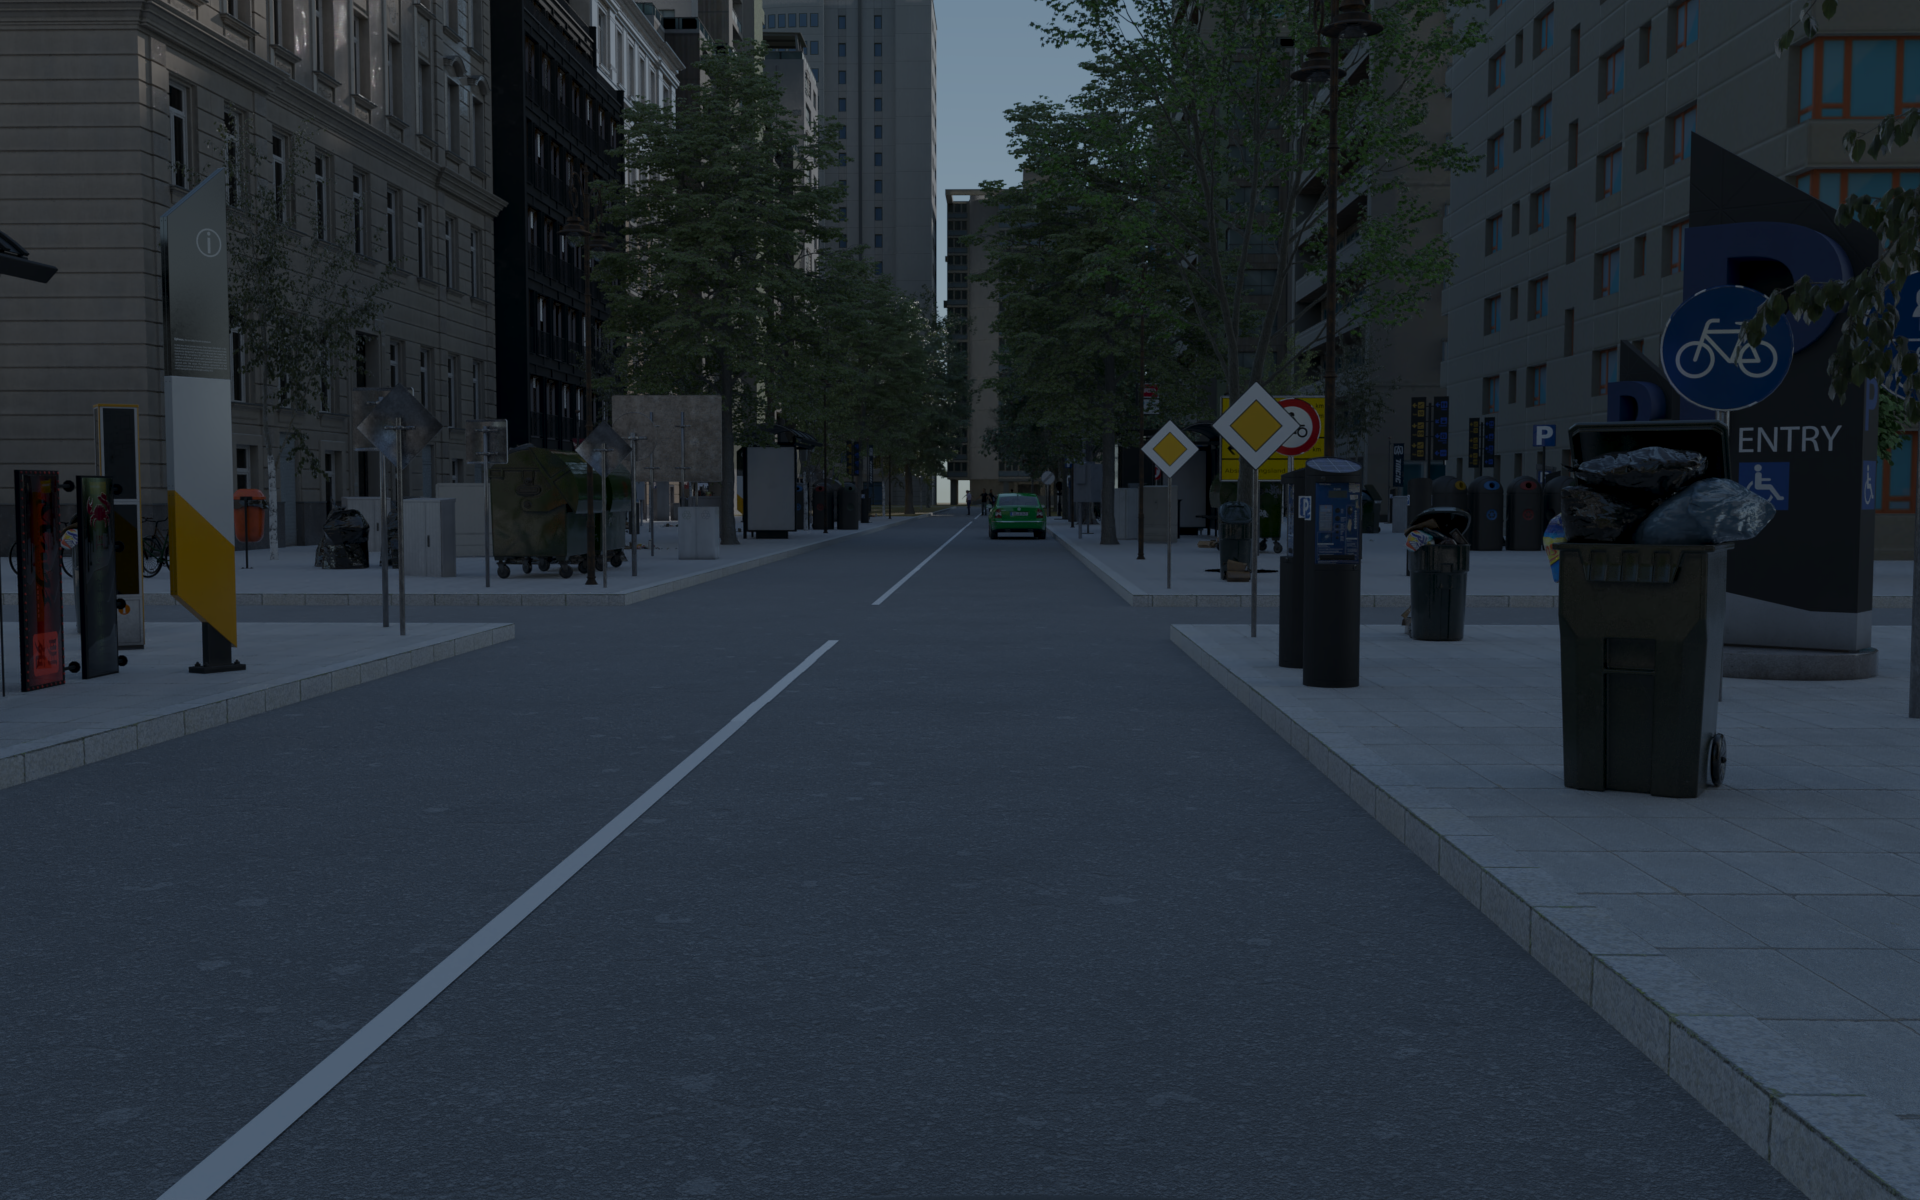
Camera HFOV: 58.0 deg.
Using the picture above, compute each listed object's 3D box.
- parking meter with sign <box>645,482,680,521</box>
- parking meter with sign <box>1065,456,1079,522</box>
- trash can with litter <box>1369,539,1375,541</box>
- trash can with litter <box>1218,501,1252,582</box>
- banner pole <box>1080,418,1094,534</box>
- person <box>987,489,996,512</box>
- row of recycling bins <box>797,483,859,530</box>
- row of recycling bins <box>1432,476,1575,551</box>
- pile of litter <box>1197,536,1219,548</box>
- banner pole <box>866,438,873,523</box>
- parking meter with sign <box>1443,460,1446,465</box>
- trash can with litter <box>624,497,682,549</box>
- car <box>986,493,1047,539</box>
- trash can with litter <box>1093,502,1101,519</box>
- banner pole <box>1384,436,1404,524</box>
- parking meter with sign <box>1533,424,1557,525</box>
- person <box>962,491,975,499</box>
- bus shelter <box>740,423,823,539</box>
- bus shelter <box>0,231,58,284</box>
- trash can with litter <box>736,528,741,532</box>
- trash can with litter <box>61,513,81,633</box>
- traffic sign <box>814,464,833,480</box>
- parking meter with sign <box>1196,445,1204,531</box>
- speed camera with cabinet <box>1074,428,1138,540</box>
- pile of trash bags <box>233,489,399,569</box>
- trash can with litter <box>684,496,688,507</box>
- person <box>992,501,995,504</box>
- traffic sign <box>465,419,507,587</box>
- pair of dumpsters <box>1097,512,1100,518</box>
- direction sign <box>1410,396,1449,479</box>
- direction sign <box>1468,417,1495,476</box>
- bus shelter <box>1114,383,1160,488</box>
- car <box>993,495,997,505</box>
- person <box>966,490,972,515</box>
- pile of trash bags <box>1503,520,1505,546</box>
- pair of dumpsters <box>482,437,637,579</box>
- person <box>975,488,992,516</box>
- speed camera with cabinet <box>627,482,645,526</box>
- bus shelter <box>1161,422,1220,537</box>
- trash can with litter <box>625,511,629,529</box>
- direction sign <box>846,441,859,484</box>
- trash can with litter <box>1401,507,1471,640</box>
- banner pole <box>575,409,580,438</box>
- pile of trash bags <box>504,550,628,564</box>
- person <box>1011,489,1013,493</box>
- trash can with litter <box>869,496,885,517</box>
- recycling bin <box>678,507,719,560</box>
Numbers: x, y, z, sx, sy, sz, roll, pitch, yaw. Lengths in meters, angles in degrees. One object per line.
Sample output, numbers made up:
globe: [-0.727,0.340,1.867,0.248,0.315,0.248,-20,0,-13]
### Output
parking meter with sign: [-14.222,-5.279,82.566,1.738,3.016,0.543,-3,4,-37]
parking meter with sign: [5.277,-5.118,79.943,0.543,3.016,1.738,1,4,15]
trash can with litter: [10.225,-2.226,47.452,2.233,1.210,1.678,2,4,35]
trash can with litter: [4.159,-0.872,25.648,0.624,1.170,1.055,0,4,2]
banner pole: [4.019,-4.006,55.521,0.401,3.779,0.863,2,4,29]
person: [2.498,-7.921,138.035,0.705,1.821,1.348,3,4,37]
row of recycling bins: [-5.412,-3.389,62.517,3.534,1.692,1.069,0,4,2]
row of recycling bins: [12.313,-1.963,39.208,3.534,1.692,1.069,0,4,-4]
pile of litter: [6.237,-1.669,41.253,1.176,0.858,1.719,0,4,2]
banner pole: [-4.039,-5.349,77.467,0.401,3.779,0.863,1,4,20]
parking meter with sign: [20.631,-4.558,70.791,0.543,3.016,1.738,-3,5,-40]
trash can with litter: [-7.628,-1.825,40.889,1.678,1.210,2.233,-1,4,-17]
car: [1.829,-2.896,56.143,1.959,1.807,4.718,0,4,0]
trash can with litter: [7.338,-4.781,89.223,2.233,1.210,1.678,2,4,28]
banner pole: [18.788,-5.191,74.884,0.863,3.779,0.401,2,4,27]
parking meter with sign: [15.009,-2.937,44.279,0.543,3.016,1.738,2,4,25]
person: [0.874,-10.205,175.349,1.348,1.824,0.705,-1,4,-18]
bus shelter: [-5.382,-3.549,51.950,2.014,3.302,5.546,0,4,1]
bus shelter: [-7.388,-0.950,9.463,2.014,3.302,5.546,0,4,1]
trash can with litter: [-6.853,-2.899,58.453,2.233,1.210,1.678,-2,4,-28]
trash can with litter: [-8.074,-0.290,16.130,0.624,1.170,1.055,-2,4,-33]
traffic sign: [-5.549,-4.295,70.329,0.768,2.556,0.104,0,4,3]
parking meter with sign: [8.377,-3.979,61.317,0.543,3.016,1.738,0,4,3]
speed camera with cabinet: [4.160,-3.361,49.283,0.660,3.252,2.038,-3,5,-43]
pile of trash bags: [-10.936,-1.255,30.268,3.447,1.369,1.912,-1,4,-11]
trash can with litter: [-11.175,-3.499,68.261,1.678,1.210,2.233,2,4,28]
person: [2.711,-6.553,118.899,1.065,1.426,0.557,0,4,1]
traffic sign: [-6.495,-1.323,23.764,0.606,2.300,0.079,1,4,11]
pair of dumpsters: [8.125,-5.633,94.600,1.574,2.255,4.437,0,4,1]
direction sign: [10.919,-2.956,40.329,0.876,3.537,0.379,2,4,32]
direction sign: [15.409,-3.622,51.222,0.379,3.537,0.876,-3,4,-38]
bus shelter: [6.059,-5.037,59.992,2.179,5.291,8.768,0,4,1]
car: [3.349,-7.922,142.111,1.945,1.354,3.894,0,4,2]
person: [0.522,-6.595,117.259,0.436,1.711,0.756,2,4,34]
pile of trash bags: [12.645,-2.025,42.856,1.912,1.369,3.447,2,4,30]
pair of dumpsters: [-6.462,-1.571,28.187,1.574,2.255,4.437,0,4,1]
person: [1.588,-6.538,115.403,1.348,1.822,0.705,2,4,32]
speed camera with cabinet: [-13.198,-4.616,69.813,0.660,3.252,2.038,-1,4,-22]
bus shelter: [6.961,-3.513,51.353,2.014,3.302,5.546,0,4,1]
trash can with litter: [-12.310,-3.184,63.454,0.624,1.170,1.055,-2,4,-31]
direction sign: [-4.602,-5.040,74.406,0.379,3.537,0.876,2,4,32]
trash can with litter: [4.162,-0.250,15.468,0.624,1.170,1.055,0,4,0]
banner pole: [-11.222,-3.728,50.964,0.401,3.779,0.863,-1,4,-14]
pile of trash bags: [-7.222,-1.425,33.044,1.912,1.369,3.447,1,4,11]
person: [3.835,-7.336,128.444,1.348,1.824,0.705,-2,4,-24]
trash can with litter: [-5.447,-5.229,96.550,2.233,1.210,1.678,2,4,31]
recycling bin: [-5.149,-1.321,34.156,0.722,1.027,0.722,0,4,0]
